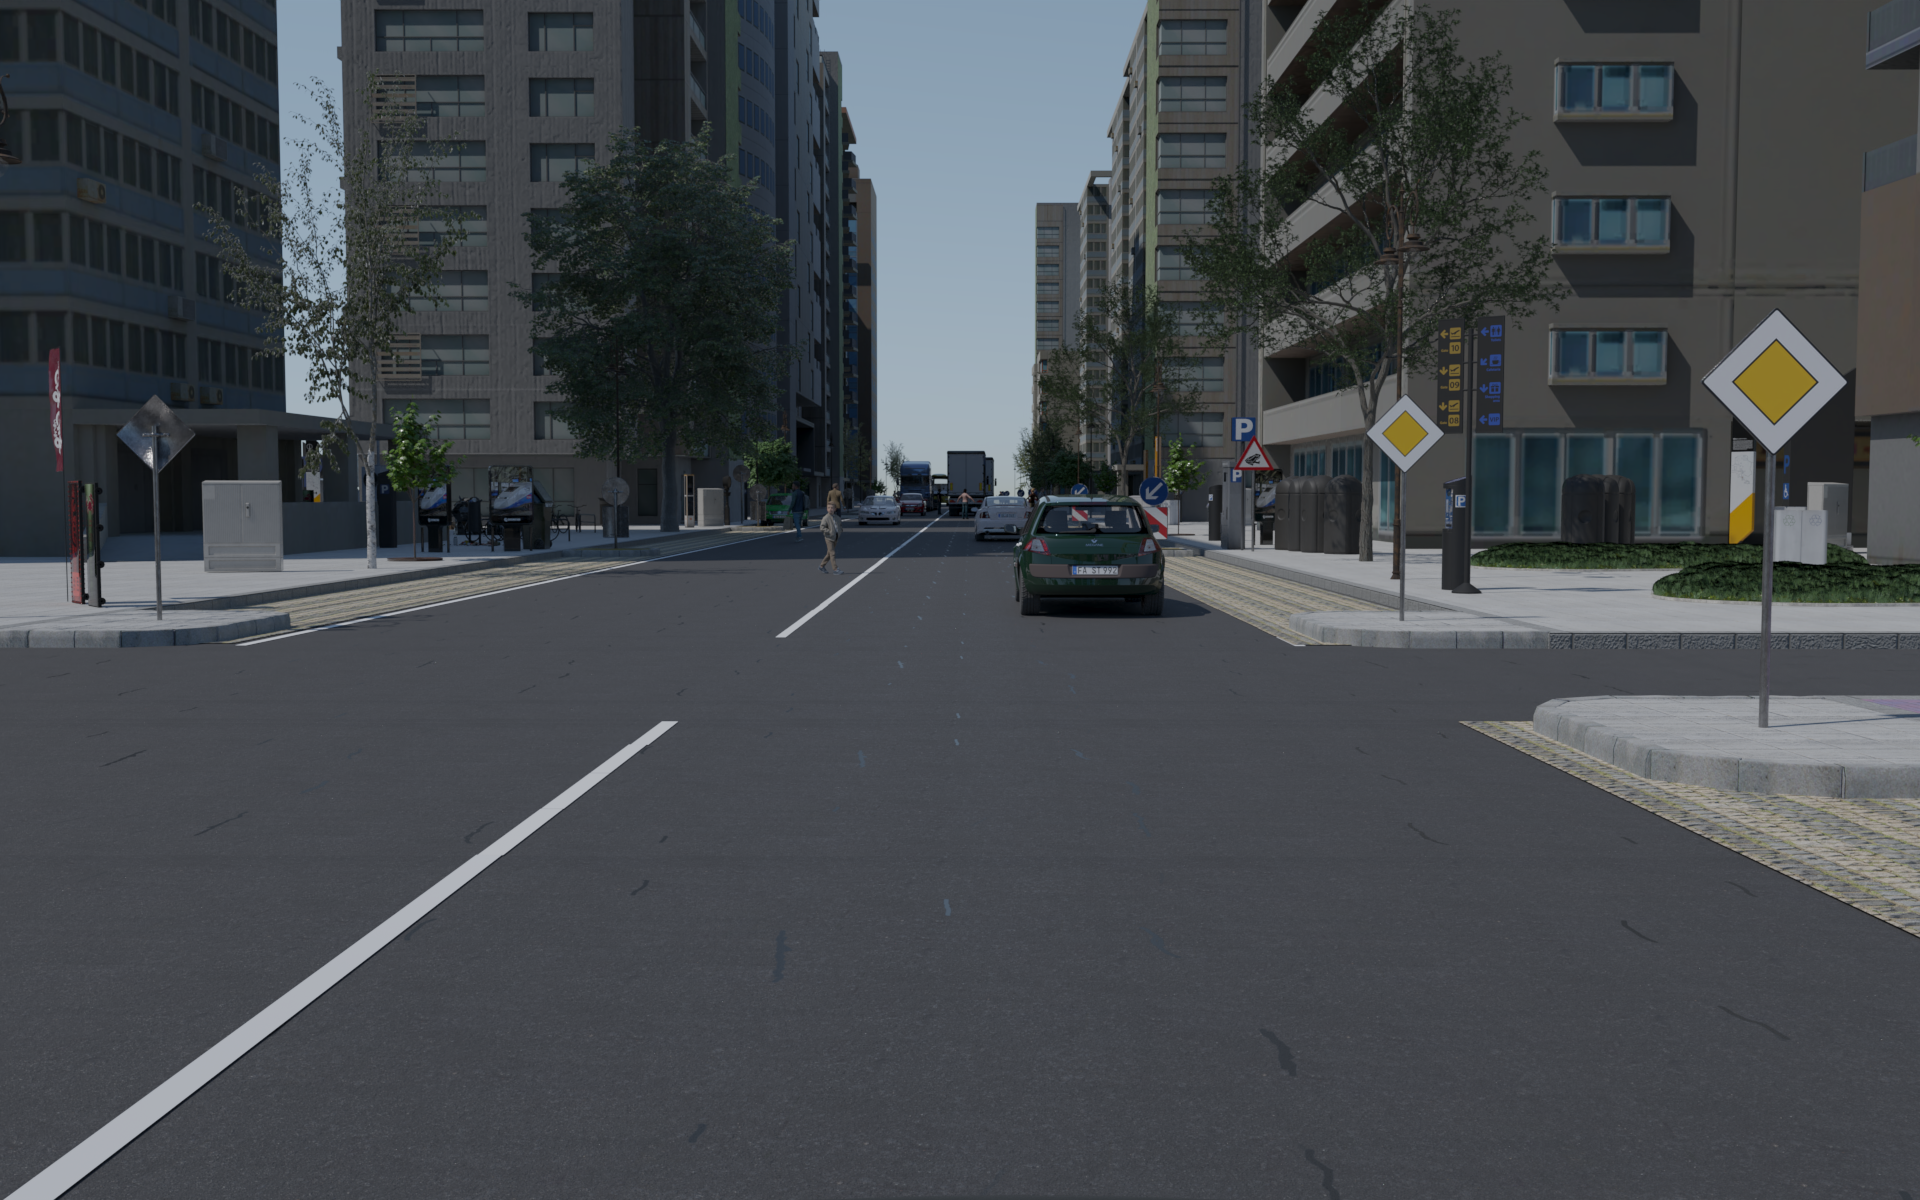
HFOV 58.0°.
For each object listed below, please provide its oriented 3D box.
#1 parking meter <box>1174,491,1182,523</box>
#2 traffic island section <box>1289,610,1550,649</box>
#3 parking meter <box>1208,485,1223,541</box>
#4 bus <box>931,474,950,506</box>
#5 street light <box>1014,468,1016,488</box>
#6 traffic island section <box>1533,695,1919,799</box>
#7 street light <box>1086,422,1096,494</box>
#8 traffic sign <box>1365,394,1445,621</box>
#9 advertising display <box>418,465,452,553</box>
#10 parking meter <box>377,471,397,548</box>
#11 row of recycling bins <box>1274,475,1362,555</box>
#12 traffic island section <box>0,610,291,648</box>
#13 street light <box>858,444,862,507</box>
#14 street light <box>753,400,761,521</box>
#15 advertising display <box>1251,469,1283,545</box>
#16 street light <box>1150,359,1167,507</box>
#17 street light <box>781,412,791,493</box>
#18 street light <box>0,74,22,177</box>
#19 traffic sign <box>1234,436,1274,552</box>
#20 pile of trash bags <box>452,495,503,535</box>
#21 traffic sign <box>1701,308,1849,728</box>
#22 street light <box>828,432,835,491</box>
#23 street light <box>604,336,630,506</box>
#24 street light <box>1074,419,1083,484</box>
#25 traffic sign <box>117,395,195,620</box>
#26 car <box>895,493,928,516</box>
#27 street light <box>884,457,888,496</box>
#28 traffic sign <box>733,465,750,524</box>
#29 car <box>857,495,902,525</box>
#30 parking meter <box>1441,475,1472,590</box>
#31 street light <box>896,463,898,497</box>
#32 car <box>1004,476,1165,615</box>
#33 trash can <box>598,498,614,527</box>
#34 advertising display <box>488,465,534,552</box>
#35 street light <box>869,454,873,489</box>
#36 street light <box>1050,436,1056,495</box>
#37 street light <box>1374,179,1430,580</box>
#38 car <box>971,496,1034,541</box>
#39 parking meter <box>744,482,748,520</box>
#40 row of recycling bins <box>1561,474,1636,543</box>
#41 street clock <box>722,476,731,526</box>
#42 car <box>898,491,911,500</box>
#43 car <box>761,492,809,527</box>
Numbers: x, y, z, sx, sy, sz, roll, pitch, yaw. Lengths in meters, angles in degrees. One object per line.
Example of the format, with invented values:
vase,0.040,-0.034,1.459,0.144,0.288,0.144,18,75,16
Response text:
parking meter,9.819,-4.419,77.961,0.255,1.863,0.399,2,4,34
traffic island section,4.486,0.291,17.517,2.009,0.180,2.903,0,4,0
parking meter,6.999,-2.387,47.442,0.372,1.533,0.369,0,3,0
bus,-2.363,-13.449,211.435,2.896,3.916,12.252,0,4,2
street light,7.985,-17.070,251.883,0.468,5.910,1.993,0,4,0
traffic island section,4.436,0.780,9.532,2.009,0.180,2.903,0,4,0
street light,6.954,-7.284,91.886,0.468,5.910,1.993,0,4,0
traffic sign,4.462,-0.844,17.440,0.795,2.450,0.064,0,4,0
advertising display,-11.546,-2.010,38.074,0.974,1.923,0.123,2,4,33
parking meter,-13.637,-2.172,41.218,0.399,1.863,0.255,0,4,7
row of recycling bins,7.903,-1.909,38.332,1.069,1.692,3.534,-1,4,-12
traffic island section,-8.155,0.286,17.601,2.009,0.180,2.903,0,4,0
street light,-9.227,-11.492,160.680,0.468,5.910,1.993,0,4,0
street light,-9.750,-6.754,83.215,0.468,5.910,1.993,0,4,0
advertising display,7.726,-2.348,43.600,0.974,1.923,0.123,-2,4,-34
street light,6.776,-5.286,59.215,0.468,5.910,1.993,0,4,0
street light,-9.636,-7.512,95.610,0.468,5.910,1.993,0,4,0
street light,-10.189,-2.748,17.723,0.468,5.910,1.993,0,4,0
traffic sign,6.530,-2.358,38.560,0.884,2.594,0.081,0,4,1
pile of trash bags,-15.678,-2.759,54.868,3.447,1.369,1.912,0,4,8
traffic sign,4.412,-0.355,9.455,0.795,2.450,0.064,0,4,0
street light,-9.507,-9.503,128.164,0.468,5.910,1.993,0,4,0
street light,-10.016,-4.765,50.700,0.468,5.910,1.993,0,4,0
street light,6.998,-7.913,102.160,0.468,5.910,1.993,0,4,0
traffic sign,-8.131,-0.850,17.540,0.795,2.450,0.064,0,4,0
car,-3.193,-6.437,114.293,2.155,1.783,4.494,0,4,1
street light,-8.951,-14.505,209.938,0.468,5.910,1.993,0,4,0
traffic sign,-9.475,-4.590,75.160,0.768,2.556,0.104,0,4,1
car,-3.760,-4.215,81.275,2.083,1.381,4.827,0,4,0
parking meter,6.647,-0.903,23.174,0.372,1.533,0.369,0,3,0
street light,-8.758,-16.493,242.454,0.468,5.910,1.993,0,4,0
car,1.566,-0.738,21.854,2.009,1.686,4.222,0,4,1
trash can,-13.786,-3.430,67.741,0.748,1.137,0.748,0,3,0
advertising display,-10.023,-2.048,38.705,0.974,1.923,0.123,-2,4,-26
street light,-9.140,-12.516,177.421,0.468,5.910,1.993,0,4,0
street light,7.239,-9.915,134.895,0.468,5.910,1.993,0,4,0
street light,6.557,-3.246,25.855,0.468,5.910,1.993,0,4,0
car,1.394,-2.544,53.957,2.083,1.381,4.827,0,3,0
parking meter,-10.738,-4.896,85.754,0.399,1.863,0.255,-3,5,-40
row of recycling bins,13.585,-1.809,36.695,1.069,1.692,3.534,2,4,34
street clock,-9.459,-4.022,70.334,0.358,2.002,0.471,1,4,11
car,-3.756,-7.439,131.412,2.009,1.686,4.222,0,4,-2
car,-7.597,-4.058,75.137,1.959,1.807,4.718,0,3,0
